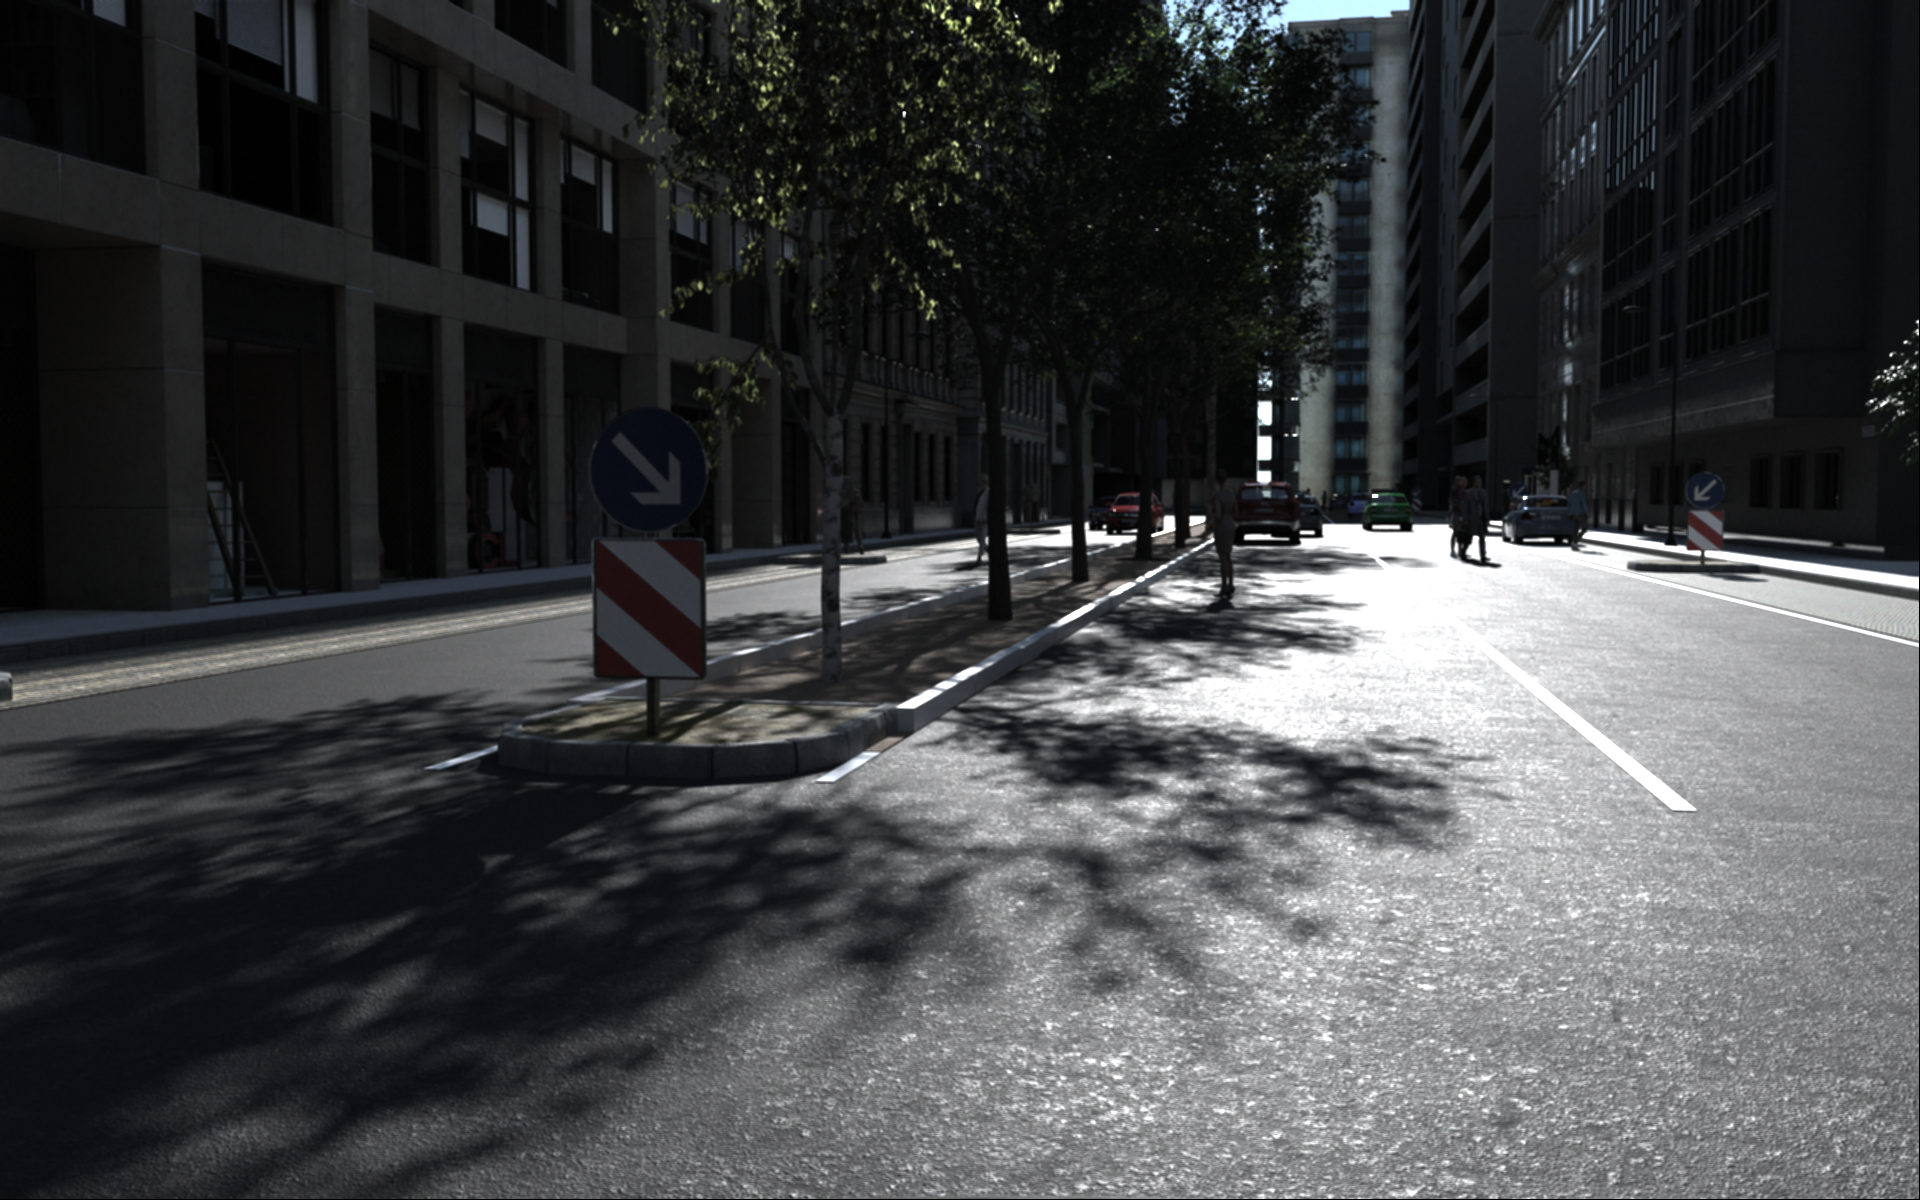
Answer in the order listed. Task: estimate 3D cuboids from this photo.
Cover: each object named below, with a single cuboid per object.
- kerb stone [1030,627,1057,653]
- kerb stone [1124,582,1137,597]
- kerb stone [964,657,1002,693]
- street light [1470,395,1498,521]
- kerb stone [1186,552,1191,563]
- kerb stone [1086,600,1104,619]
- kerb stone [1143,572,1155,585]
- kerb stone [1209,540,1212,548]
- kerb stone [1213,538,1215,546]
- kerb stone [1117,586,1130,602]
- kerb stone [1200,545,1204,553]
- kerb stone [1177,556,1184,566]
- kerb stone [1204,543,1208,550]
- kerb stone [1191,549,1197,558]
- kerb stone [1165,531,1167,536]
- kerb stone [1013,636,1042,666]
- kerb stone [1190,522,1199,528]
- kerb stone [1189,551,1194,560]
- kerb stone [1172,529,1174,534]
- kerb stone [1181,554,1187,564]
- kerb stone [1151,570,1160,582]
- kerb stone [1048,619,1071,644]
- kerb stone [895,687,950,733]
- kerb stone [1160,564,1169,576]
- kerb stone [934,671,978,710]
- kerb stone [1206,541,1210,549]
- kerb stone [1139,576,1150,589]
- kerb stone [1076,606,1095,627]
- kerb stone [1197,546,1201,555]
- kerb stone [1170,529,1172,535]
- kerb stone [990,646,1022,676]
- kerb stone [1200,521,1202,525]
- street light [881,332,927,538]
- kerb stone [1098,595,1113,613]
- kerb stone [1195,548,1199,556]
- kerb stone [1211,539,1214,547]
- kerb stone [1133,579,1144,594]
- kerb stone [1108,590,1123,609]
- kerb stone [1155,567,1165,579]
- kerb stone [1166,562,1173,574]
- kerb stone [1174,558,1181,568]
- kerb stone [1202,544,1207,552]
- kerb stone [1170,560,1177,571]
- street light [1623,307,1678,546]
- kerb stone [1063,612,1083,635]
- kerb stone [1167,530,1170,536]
[{"bbox_3d":[0.738,0.384,15.919,0.120,0.150,1.000,1,4,11],"label":"kerb stone"},{"bbox_3d":[2.307,-0.109,23.985,0.120,0.150,1.000,1,4,11],"label":"kerb stone"},{"bbox_3d":[0.151,0.569,12.892,0.120,0.150,1.000,1,4,11],"label":"kerb stone"},{"bbox_3d":[24.650,-6.660,81.430,1.470,5.913,1.316,1,4,11],"label":"street light"},{"bbox_3d":[4.659,-0.846,36.033,0.120,0.150,1.000,1,4,11],"label":"kerb stone"},{"bbox_3d":[1.519,0.137,19.958,0.120,0.150,1.000,1,4,11],"label":"kerb stone"},{"bbox_3d":[2.892,-0.294,26.999,0.120,0.150,1.000,1,4,11],"label":"kerb stone"},{"bbox_3d":[6.417,-1.401,45.103,0.120,0.150,1.000,1,4,11],"label":"kerb stone"},{"bbox_3d":[6.824,-1.521,47.122,0.120,0.150,1.000,1,4,11],"label":"kerb stone"},{"bbox_3d":[2.111,-0.048,22.981,0.120,0.150,1.000,1,4,11],"label":"kerb stone"},{"bbox_3d":[5.641,-1.154,41.070,0.120,0.150,1.000,1,4,11],"label":"kerb stone"},{"bbox_3d":[4.267,-0.724,34.026,0.120,0.150,1.000,1,4,11],"label":"kerb stone"},{"bbox_3d":[6.032,-1.278,43.084,0.120,0.150,1.000,1,4,11],"label":"kerb stone"},{"bbox_3d":[5.055,-0.967,38.049,0.120,0.150,1.000,1,4,11],"label":"kerb stone"},{"bbox_3d":[6.712,-2.163,57.562,0.120,0.150,1.000,1,4,11],"label":"kerb stone"},{"bbox_3d":[0.556,0.446,14.910,0.120,0.150,1.000,1,4,11],"label":"kerb stone"},{"bbox_3d":[10.249,-3.272,75.700,0.120,0.150,1.000,1,4,11],"label":"kerb stone"},{"bbox_3d":[4.860,-0.905,37.045,0.120,0.150,1.000,1,4,11],"label":"kerb stone"},{"bbox_3d":[7.302,-2.348,60.588,0.120,0.150,1.000,1,4,11],"label":"kerb stone"},{"bbox_3d":[4.455,-0.785,35.031,0.120,0.150,1.000,1,4,11],"label":"kerb stone"},{"bbox_3d":[3.088,-0.355,28.003,0.120,0.150,1.000,1,4,11],"label":"kerb stone"},{"bbox_3d":[0.939,0.322,16.930,0.120,0.150,1.000,1,4,11],"label":"kerb stone"},{"bbox_3d":[-0.239,0.692,10.883,0.120,0.150,1.000,1,4,11],"label":"kerb stone"},{"bbox_3d":[3.485,-0.478,30.009,0.120,0.150,1.000,1,4,11],"label":"kerb stone"},{"bbox_3d":[-0.047,0.630,11.887,0.120,0.150,1.000,1,4,11],"label":"kerb stone"},{"bbox_3d":[6.224,-1.340,44.099,0.120,0.150,1.000,1,4,11],"label":"kerb stone"},{"bbox_3d":[2.706,-0.228,25.994,0.120,0.150,1.000,1,4,11],"label":"kerb stone"},{"bbox_3d":[1.328,0.199,18.940,0.120,0.150,1.000,1,4,11],"label":"kerb stone"},{"bbox_3d":[5.438,-1.093,40.068,0.120,0.150,1.000,1,4,11],"label":"kerb stone"},{"bbox_3d":[7.096,-2.286,59.578,0.120,0.150,1.000,1,4,11],"label":"kerb stone"},{"bbox_3d":[0.339,0.507,13.901,0.120,0.150,1.000,1,4,11],"label":"kerb stone"},{"bbox_3d":[10.643,-3.393,77.711,0.120,0.150,1.000,1,4,11],"label":"kerb stone"},{"bbox_3d":[-1.602,-4.733,49.933,1.470,5.913,1.316,1,4,11],"label":"street light"},{"bbox_3d":[1.714,0.075,20.965,0.120,0.150,1.000,1,4,11],"label":"kerb stone"},{"bbox_3d":[5.248,-1.028,39.059,0.120,0.150,1.000,1,4,11],"label":"kerb stone"},{"bbox_3d":[6.616,-1.462,46.121,0.120,0.150,1.000,1,4,11],"label":"kerb stone"},{"bbox_3d":[2.509,-0.169,24.991,0.120,0.150,1.000,1,4,11],"label":"kerb stone"},{"bbox_3d":[1.920,0.014,21.966,0.120,0.150,1.000,1,4,11],"label":"kerb stone"},{"bbox_3d":[3.286,-0.416,29.006,0.120,0.150,1.000,1,4,11],"label":"kerb stone"},{"bbox_3d":[3.677,-0.539,31.013,0.120,0.150,1.000,1,4,11],"label":"kerb stone"},{"bbox_3d":[4.075,-0.662,33.022,0.120,0.150,1.000,1,4,11],"label":"kerb stone"},{"bbox_3d":[5.845,-1.216,42.079,0.120,0.150,1.000,1,4,11],"label":"kerb stone"},{"bbox_3d":[3.874,-0.601,32.019,0.120,0.150,1.000,1,4,11],"label":"kerb stone"},{"bbox_3d":[17.126,-4.307,42.968,1.470,5.913,1.316,1,4,11],"label":"street light"},{"bbox_3d":[1.131,0.263,17.937,0.120,0.150,1.000,1,4,11],"label":"kerb stone"},{"bbox_3d":[6.906,-2.222,58.566,0.120,0.150,1.000,1,4,11],"label":"kerb stone"}]
